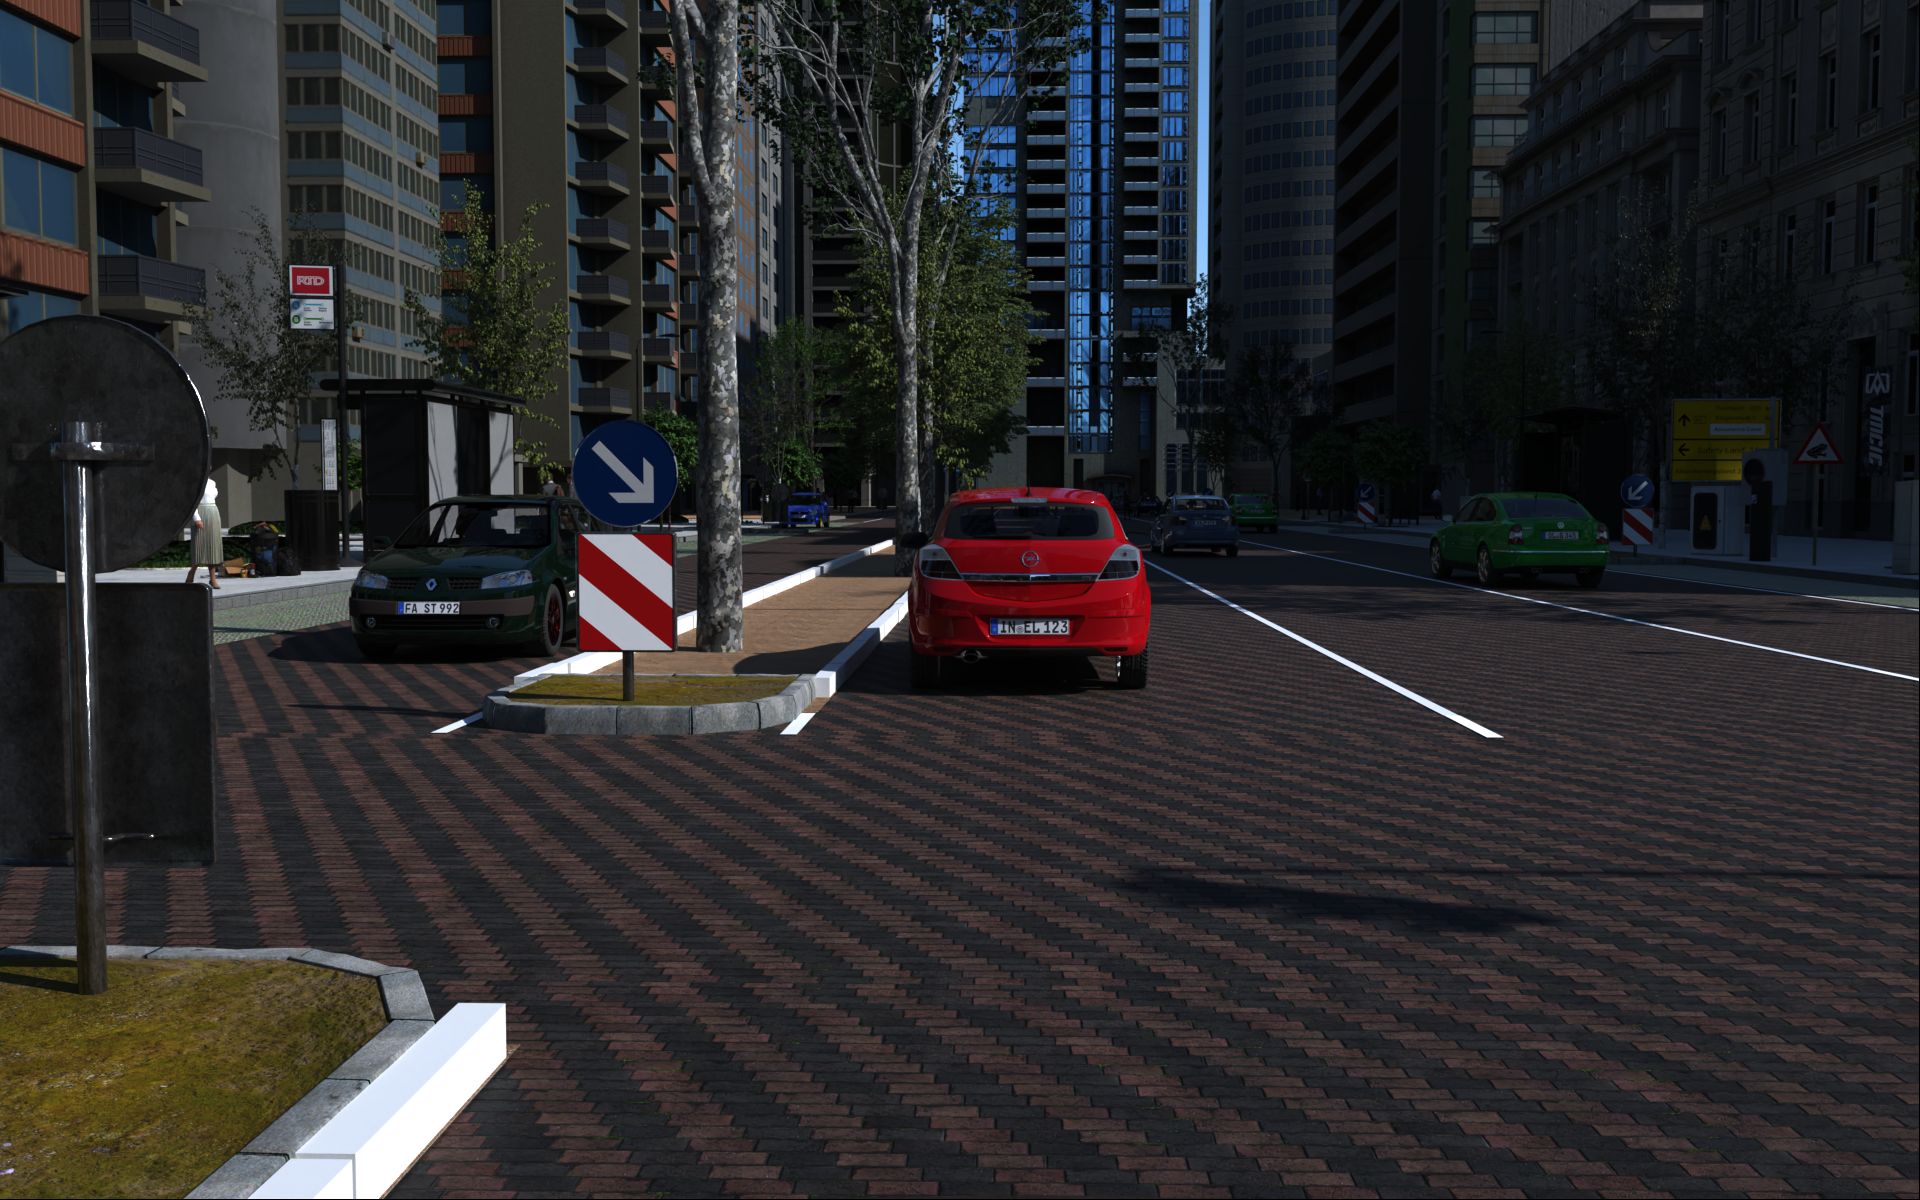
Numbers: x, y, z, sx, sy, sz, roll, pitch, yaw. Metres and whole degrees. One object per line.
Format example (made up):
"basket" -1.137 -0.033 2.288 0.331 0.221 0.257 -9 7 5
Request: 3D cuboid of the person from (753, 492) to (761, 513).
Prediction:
"person" -13.614 -6.635 117.780 1.065 1.426 0.557 2 4 30

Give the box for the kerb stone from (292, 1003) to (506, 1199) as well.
"kerb stone" -1.222 1.123 3.877 0.120 0.150 1.000 0 4 2

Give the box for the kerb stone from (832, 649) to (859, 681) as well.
"kerb stone" -0.921 0.523 13.643 0.120 0.150 1.000 0 4 2

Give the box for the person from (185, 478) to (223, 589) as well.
"person" -10.264 -1.049 23.427 0.641 1.798 0.478 3 4 36

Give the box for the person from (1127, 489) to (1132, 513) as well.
"person" 12.676 -7.397 129.522 0.705 1.814 1.350 1 4 12

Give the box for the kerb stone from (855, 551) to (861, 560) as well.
"kerb stone" -2.295 -0.918 37.277 0.120 0.150 1.000 0 4 2

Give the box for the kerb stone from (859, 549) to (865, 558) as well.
"kerb stone" -2.264 -0.982 38.313 0.120 0.150 1.000 0 4 2

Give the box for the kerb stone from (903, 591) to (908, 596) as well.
"kerb stone" -0.663 0.021 21.848 0.120 0.150 1.000 0 4 2

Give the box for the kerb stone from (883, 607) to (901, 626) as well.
"kerb stone" -0.765 0.213 18.768 0.120 0.150 1.000 0 4 2

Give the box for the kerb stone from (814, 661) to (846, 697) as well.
"kerb stone" -0.957 0.588 12.617 0.120 0.150 1.000 0 4 2

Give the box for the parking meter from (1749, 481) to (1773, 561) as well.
"parking meter" 15.311 -1.510 33.104 0.372 1.533 0.369 0 3 0

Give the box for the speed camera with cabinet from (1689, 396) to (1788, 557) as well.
"speed camera with cabinet" 16.054 -2.533 35.755 0.660 3.252 2.038 -1 4 -21

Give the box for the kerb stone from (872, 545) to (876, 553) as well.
"kerb stone" -2.178 -1.174 41.390 0.120 0.150 1.000 0 4 2

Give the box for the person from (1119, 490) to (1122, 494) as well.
"person" 14.688 -9.043 156.879 0.750 1.759 0.617 0 4 -3

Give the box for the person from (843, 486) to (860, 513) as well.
"person" -7.411 -6.828 117.683 1.348 1.823 0.705 2 4 25

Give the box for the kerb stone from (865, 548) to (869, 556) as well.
"kerb stone" -2.235 -1.048 39.337 0.120 0.150 1.000 0 4 2

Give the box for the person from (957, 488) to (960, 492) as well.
"person" -0.170 -5.240 94.620 0.568 1.767 0.683 2 4 26

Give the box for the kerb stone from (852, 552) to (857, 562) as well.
"kerb stone" -2.325 -0.860 36.252 0.120 0.150 1.000 0 4 2

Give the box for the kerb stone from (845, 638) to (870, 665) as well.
"kerb stone" -0.887 0.463 14.667 0.120 0.150 1.000 0 4 2

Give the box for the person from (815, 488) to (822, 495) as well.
"person" -12.028 -8.629 147.084 1.348 1.831 0.705 2 4 29

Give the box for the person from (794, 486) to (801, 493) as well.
"person" -11.293 -7.000 120.118 1.348 1.869 0.705 3 5 40

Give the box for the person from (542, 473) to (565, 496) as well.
"person" -10.472 -2.355 44.518 0.622 1.834 0.822 -3 5 -45

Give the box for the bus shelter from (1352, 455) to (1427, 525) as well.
"bus shelter" 18.262 -4.893 73.926 2.014 3.302 5.546 0 4 2

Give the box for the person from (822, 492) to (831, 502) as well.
"person" -8.165 -5.834 104.650 0.991 1.433 0.599 3 5 42

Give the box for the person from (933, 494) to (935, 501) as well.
"person" -1.358 -5.690 101.502 0.705 1.831 1.348 3 4 36

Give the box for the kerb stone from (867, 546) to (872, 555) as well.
"kerb stone" -2.203 -1.111 40.366 0.120 0.150 1.000 0 4 2

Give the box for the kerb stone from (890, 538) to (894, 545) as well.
"kerb stone" -1.980 -1.550 47.541 0.120 0.150 1.000 0 4 2

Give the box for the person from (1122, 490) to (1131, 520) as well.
"person" 9.042 -5.150 94.166 0.415 1.643 0.593 2 4 34

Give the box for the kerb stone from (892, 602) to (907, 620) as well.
"kerb stone" -0.724 0.153 19.794 0.120 0.150 1.000 0 4 2

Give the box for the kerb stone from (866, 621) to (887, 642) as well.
"kerb stone" -0.831 0.335 16.713 0.120 0.150 1.000 0 4 2

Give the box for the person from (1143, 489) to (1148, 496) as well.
"person" 14.757 -7.876 137.281 0.705 1.823 1.348 -1 4 -13

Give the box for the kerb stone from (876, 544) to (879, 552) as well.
"kerb stone" -2.135 -1.237 42.415 0.120 0.150 1.000 0 4 2

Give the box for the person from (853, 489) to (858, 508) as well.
"person" -9.890 -9.464 161.720 0.756 1.711 0.436 0 4 -1

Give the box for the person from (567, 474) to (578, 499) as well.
"person" -10.585 -2.541 47.546 0.822 1.834 0.622 0 4 2

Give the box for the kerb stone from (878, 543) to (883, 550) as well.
"kerb stone" -2.105 -1.297 43.445 0.120 0.150 1.000 0 4 2

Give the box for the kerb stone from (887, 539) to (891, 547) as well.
"kerb stone" -2.014 -1.482 46.519 0.120 0.150 1.000 0 4 2

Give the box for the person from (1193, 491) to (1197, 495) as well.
"person" 22.435 -9.570 165.911 0.436 1.711 0.756 -1 4 -13

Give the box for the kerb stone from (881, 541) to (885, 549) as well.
"kerb stone" -2.076 -1.362 44.471 0.120 0.150 1.000 0 4 2

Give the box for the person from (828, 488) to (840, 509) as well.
"person" -10.541 -8.557 145.906 0.705 1.831 1.348 3 5 42

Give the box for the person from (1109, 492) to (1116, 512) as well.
"person" 12.501 -8.044 141.491 0.593 1.643 0.415 0 4 6

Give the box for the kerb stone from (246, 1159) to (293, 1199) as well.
"kerb stone" -1.247 1.183 2.846 0.120 0.150 1.000 0 4 2

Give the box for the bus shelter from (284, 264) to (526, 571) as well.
"bus shelter" -10.545 -3.384 32.959 2.179 5.291 8.768 0 4 2

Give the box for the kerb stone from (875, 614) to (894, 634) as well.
"kerb stone" -0.796 0.275 17.735 0.120 0.150 1.000 0 4 2

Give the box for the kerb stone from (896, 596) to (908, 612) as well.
"kerb stone" -0.699 0.084 20.825 0.120 0.150 1.000 0 4 2

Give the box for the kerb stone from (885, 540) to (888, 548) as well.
"kerb stone" -2.041 -1.421 45.493 0.120 0.150 1.000 0 4 2

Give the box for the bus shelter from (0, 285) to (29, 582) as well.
"bus shelter" -11.722 -1.579 17.094 1.731 3.624 6.357 0 4 2

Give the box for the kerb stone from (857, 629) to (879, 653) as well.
"kerb stone" -0.858 0.398 15.689 0.120 0.150 1.000 0 4 2

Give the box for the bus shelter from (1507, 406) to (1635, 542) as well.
"bus shelter" 17.294 -3.550 49.332 1.731 3.624 6.357 0 4 2

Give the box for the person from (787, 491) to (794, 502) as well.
"person" -11.429 -6.741 116.268 1.348 1.823 0.705 2 4 31
